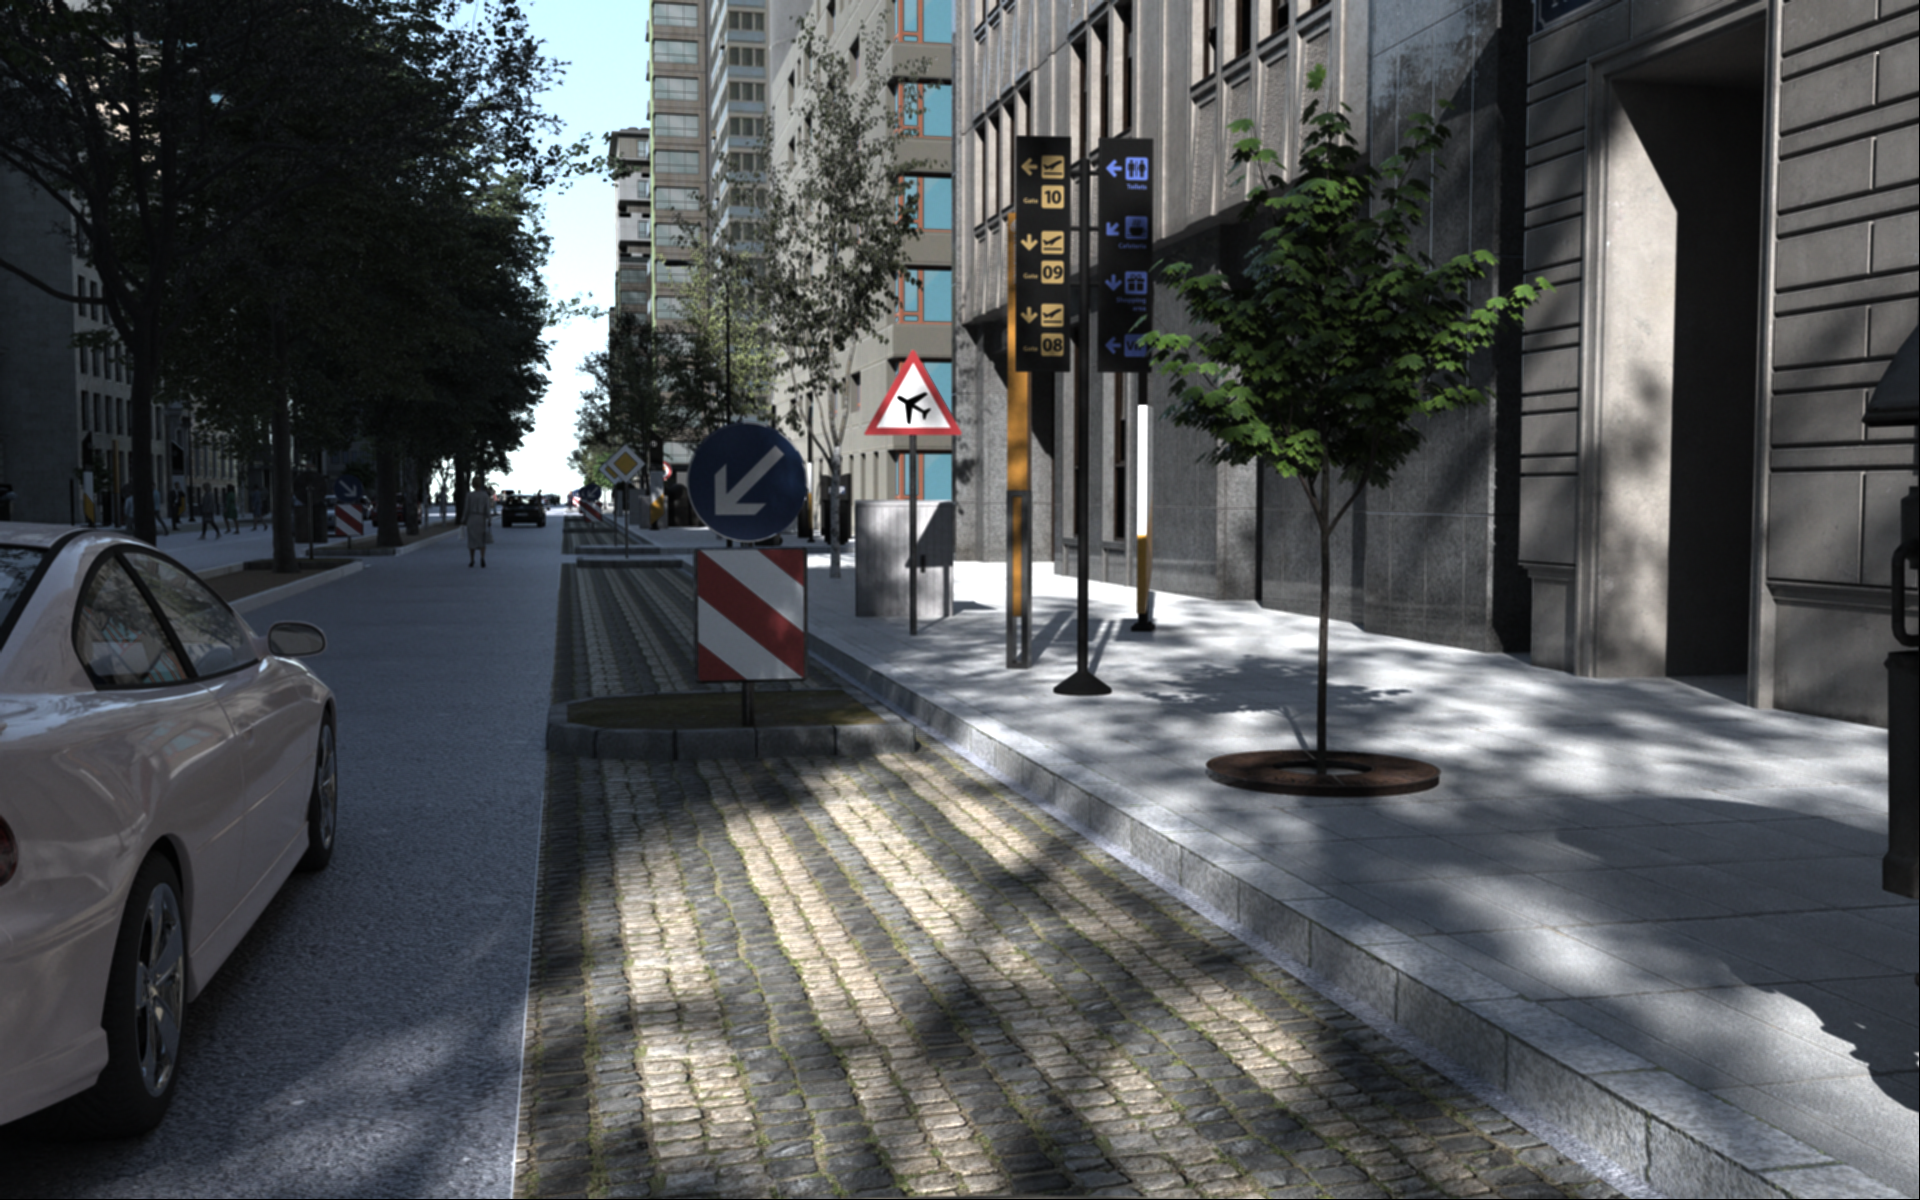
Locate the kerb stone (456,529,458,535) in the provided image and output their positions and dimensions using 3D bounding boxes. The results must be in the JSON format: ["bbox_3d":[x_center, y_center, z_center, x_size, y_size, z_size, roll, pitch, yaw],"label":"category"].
[{"bbox_3d":[-17.598,-2.316,60.061,0.120,0.150,1.000,-1,4,-13],"label":"kerb stone"}]

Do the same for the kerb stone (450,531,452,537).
[{"bbox_3d":[-16.915,-2.133,57.072,0.120,0.150,1.000,-1,4,-13],"label":"kerb stone"}]

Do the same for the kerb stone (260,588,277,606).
[{"bbox_3d":[-9.049,-0.019,22.500,0.120,0.150,1.000,-1,4,-13],"label":"kerb stone"}]

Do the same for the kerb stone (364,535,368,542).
[{"bbox_3d":[-17.827,-1.799,51.604,0.120,0.150,1.000,-1,4,-13],"label":"kerb stone"}]

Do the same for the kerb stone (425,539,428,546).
[{"bbox_3d":[-14.645,-1.522,47.076,0.120,0.150,1.000,-1,4,-13],"label":"kerb stone"}]

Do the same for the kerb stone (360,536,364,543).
[{"bbox_3d":[-17.602,-1.736,50.607,0.120,0.150,1.000,-1,4,-13],"label":"kerb stone"}]

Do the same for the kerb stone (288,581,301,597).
[{"bbox_3d":[-9.500,-0.136,24.496,0.120,0.150,1.000,-1,4,-13],"label":"kerb stone"}]

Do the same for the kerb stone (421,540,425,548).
[{"bbox_3d":[-14.417,-1.461,46.080,0.120,0.150,1.000,-1,4,-13],"label":"kerb stone"}]

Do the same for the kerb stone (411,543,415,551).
[{"bbox_3d":[-13.726,-1.270,43.088,0.120,0.150,1.000,-1,4,-13],"label":"kerb stone"}]

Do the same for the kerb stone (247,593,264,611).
[{"bbox_3d":[-8.822,0.042,21.501,0.120,0.150,1.000,-1,4,-13],"label":"kerb stone"}]

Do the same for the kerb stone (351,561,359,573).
[{"bbox_3d":[-11.099,-0.569,31.499,0.120,0.150,1.000,-1,4,-13],"label":"kerb stone"}]

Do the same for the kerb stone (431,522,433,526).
[{"bbox_3d":[-23.516,-3.327,76.584,0.120,0.150,1.000,-1,4,-13],"label":"kerb stone"}]

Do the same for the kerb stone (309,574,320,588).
[{"bbox_3d":[-9.955,-0.263,26.489,0.120,0.150,1.000,-1,4,-13],"label":"kerb stone"}]

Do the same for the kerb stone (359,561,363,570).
[{"bbox_3d":[-11.329,-0.631,32.506,0.120,0.150,1.000,-1,4,-13],"label":"kerb stone"}]

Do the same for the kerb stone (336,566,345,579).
[{"bbox_3d":[-10.645,-0.442,29.490,0.120,0.150,1.000,-1,4,-13],"label":"kerb stone"}]

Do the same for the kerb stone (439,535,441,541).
[{"bbox_3d":[-15.786,-1.828,52.084,0.120,0.150,1.000,-1,4,-13],"label":"kerb stone"}]

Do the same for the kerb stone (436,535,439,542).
[{"bbox_3d":[-15.550,-1.766,51.071,0.120,0.150,1.000,-1,4,-13],"label":"kerb stone"}]

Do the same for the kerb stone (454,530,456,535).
[{"bbox_3d":[-17.367,-2.255,59.066,0.120,0.150,1.000,-1,4,-13],"label":"kerb stone"}]

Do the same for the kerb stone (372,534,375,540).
[{"bbox_3d":[-18.291,-1.921,53.602,0.120,0.150,1.000,-1,4,-13],"label":"kerb stone"}]

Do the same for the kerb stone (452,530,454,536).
[{"bbox_3d":[-17.145,-2.192,58.068,0.120,0.150,1.000,-1,4,-13],"label":"kerb stone"}]

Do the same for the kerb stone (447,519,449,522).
[{"bbox_3d":[-25.791,-3.935,86.575,0.120,0.150,1.000,-1,4,-13],"label":"kerb stone"}]

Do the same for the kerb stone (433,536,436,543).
[{"bbox_3d":[-15.331,-1.705,50.073,0.120,0.150,1.000,-1,4,-13],"label":"kerb stone"}]

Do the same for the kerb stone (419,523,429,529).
[{"bbox_3d":[-23.067,-3.200,74.585,0.120,0.150,1.000,-1,4,-13],"label":"kerb stone"}]

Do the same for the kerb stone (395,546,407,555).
[{"bbox_3d":[-13.283,-1.155,41.079,0.120,0.150,1.000,-1,4,-13],"label":"kerb stone"}]

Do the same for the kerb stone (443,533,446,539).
[{"bbox_3d":[-16.238,-1.947,54.077,0.120,0.150,1.000,-1,4,-13],"label":"kerb stone"}]

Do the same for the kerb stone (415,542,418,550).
[{"bbox_3d":[-13.960,-1.336,44.082,0.120,0.150,1.000,-1,4,-13],"label":"kerb stone"}]

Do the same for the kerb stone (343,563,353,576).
[{"bbox_3d":[-10.866,-0.508,30.497,0.120,0.150,1.000,-1,4,-13],"label":"kerb stone"}]

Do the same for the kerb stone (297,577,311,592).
[{"bbox_3d":[-9.730,-0.202,25.492,0.120,0.150,1.000,-1,4,-13],"label":"kerb stone"}]

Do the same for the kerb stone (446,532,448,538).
[{"bbox_3d":[-16.462,-2.003,55.075,0.120,0.150,1.000,-1,4,-13],"label":"kerb stone"}]

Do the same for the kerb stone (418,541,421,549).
[{"bbox_3d":[-14.188,-1.400,45.081,0.120,0.150,1.000,-1,4,-13],"label":"kerb stone"}]

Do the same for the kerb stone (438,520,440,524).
[{"bbox_3d":[-24.425,-3.571,80.574,0.120,0.150,1.000,-1,4,-13],"label":"kerb stone"}]

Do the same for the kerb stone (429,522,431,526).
[{"bbox_3d":[-23.284,-3.262,75.584,0.120,0.150,1.000,-1,4,-13],"label":"kerb stone"}]

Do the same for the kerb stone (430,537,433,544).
[{"bbox_3d":[-15.097,-1.643,49.078,0.120,0.150,1.000,-1,4,-13],"label":"kerb stone"}]

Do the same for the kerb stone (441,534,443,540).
[{"bbox_3d":[-16.012,-1.882,53.081,0.120,0.150,1.000,-1,4,-13],"label":"kerb stone"}]

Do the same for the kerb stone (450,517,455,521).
[{"bbox_3d":[-26.923,-4.243,91.567,0.120,0.150,1.000,-1,4,-13],"label":"kerb stone"}]

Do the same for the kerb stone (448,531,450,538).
[{"bbox_3d":[-16.689,-2.068,56.075,0.120,0.150,1.000,-1,4,-13],"label":"kerb stone"}]

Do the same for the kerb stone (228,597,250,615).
[{"bbox_3d":[-8.591,0.103,20.505,0.120,0.150,1.000,-1,4,-13],"label":"kerb stone"}]

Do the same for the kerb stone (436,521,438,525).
[{"bbox_3d":[-24.189,-3.505,79.579,0.120,0.150,1.000,-1,4,-13],"label":"kerb stone"}]

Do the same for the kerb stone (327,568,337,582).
[{"bbox_3d":[-10.412,-0.385,28.488,0.120,0.150,1.000,-1,4,-13],"label":"kerb stone"}]

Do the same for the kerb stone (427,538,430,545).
[{"bbox_3d":[-14.874,-1.583,48.081,0.120,0.150,1.000,-1,4,-13],"label":"kerb stone"}]

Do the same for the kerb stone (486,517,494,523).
[{"bbox_3d":[-24.423,-4.150,90.041,0.120,0.150,1.000,-1,4,-13],"label":"kerb stone"}]

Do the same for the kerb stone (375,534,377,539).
[{"bbox_3d":[-18.509,-1.982,54.603,0.120,0.150,1.000,-1,4,-13],"label":"kerb stone"}]

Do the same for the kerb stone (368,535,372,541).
[{"bbox_3d":[-18.059,-1.860,52.606,0.120,0.150,1.000,-1,4,-13],"label":"kerb stone"}]

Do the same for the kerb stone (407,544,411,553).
[{"bbox_3d":[-13.505,-1.216,42.082,0.120,0.150,1.000,-1,4,-13],"label":"kerb stone"}]

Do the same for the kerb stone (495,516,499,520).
[{"bbox_3d":[-25.790,-4.516,96.036,0.120,0.150,1.000,-1,4,-13],"label":"kerb stone"}]

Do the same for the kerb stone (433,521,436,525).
[{"bbox_3d":[-23.973,-3.449,78.579,0.120,0.150,1.000,-1,4,-13],"label":"kerb stone"}]

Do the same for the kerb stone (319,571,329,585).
[{"bbox_3d":[-10.185,-0.322,27.488,0.120,0.150,1.000,-1,4,-13],"label":"kerb stone"}]

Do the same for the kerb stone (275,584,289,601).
[{"bbox_3d":[-9.276,-0.080,23.498,0.120,0.150,1.000,-1,4,-13],"label":"kerb stone"}]

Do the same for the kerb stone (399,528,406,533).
[{"bbox_3d":[-20.787,-2.590,64.594,0.120,0.150,1.000,-1,4,-13],"label":"kerb stone"}]
